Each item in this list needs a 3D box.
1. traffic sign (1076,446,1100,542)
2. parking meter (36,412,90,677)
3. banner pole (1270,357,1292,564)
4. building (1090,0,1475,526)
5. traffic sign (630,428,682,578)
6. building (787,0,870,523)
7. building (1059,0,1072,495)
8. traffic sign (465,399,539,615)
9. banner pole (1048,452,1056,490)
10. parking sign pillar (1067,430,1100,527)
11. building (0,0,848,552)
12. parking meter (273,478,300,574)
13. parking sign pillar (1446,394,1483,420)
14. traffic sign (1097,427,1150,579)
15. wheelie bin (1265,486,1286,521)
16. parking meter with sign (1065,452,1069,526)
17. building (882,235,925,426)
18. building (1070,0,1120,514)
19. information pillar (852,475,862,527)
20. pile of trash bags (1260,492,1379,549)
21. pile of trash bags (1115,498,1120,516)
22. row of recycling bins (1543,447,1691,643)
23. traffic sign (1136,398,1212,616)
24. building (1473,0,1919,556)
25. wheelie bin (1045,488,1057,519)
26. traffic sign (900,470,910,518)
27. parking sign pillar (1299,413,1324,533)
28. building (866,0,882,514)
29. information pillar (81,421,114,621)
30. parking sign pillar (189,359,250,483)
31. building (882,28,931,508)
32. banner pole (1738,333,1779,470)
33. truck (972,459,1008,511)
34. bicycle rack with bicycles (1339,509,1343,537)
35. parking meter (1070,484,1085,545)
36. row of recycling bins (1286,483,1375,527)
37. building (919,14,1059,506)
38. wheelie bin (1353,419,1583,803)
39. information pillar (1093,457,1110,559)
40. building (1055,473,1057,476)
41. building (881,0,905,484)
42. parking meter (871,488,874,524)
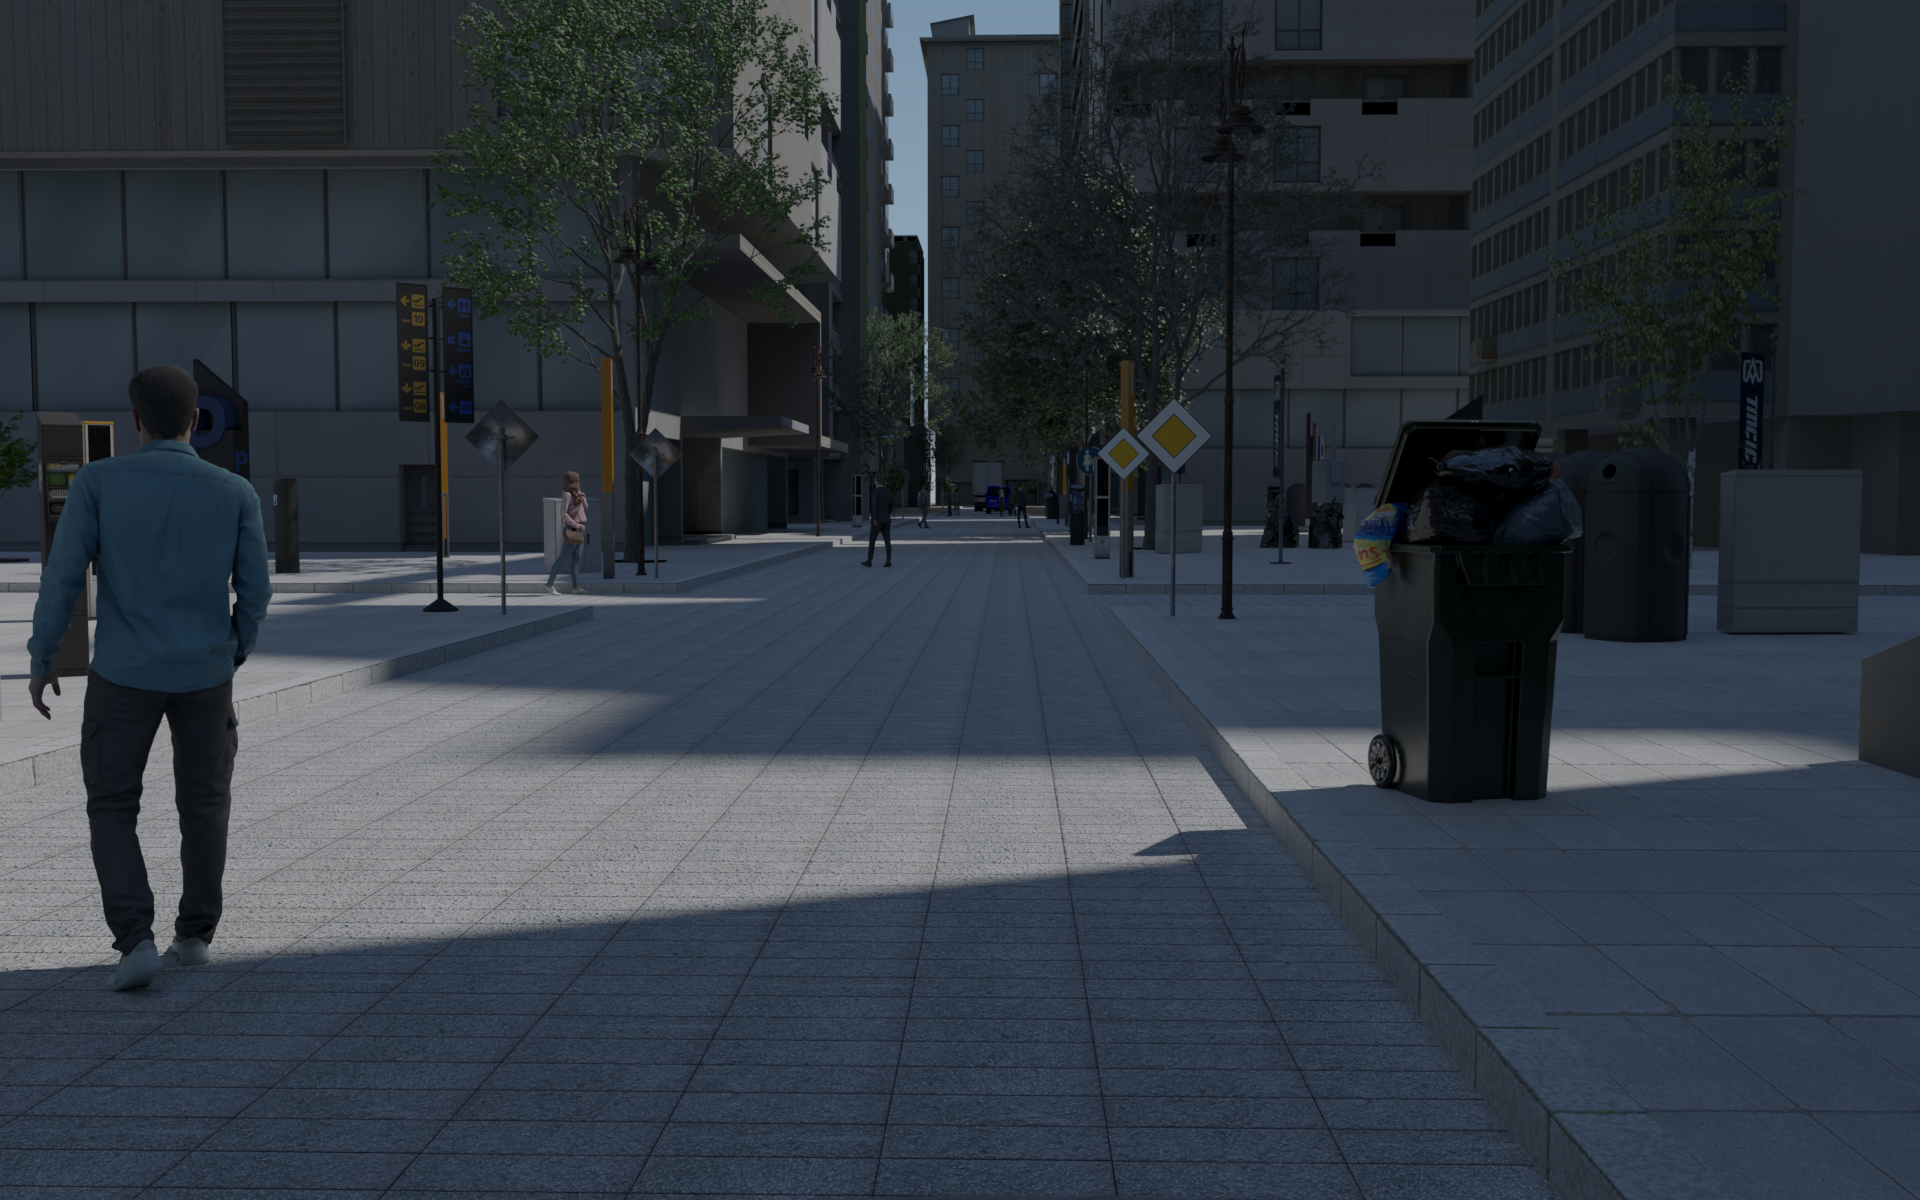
[{"bbox_3d":[3.497,-2.829,46.367,0.768,2.556,0.104,0,4,8],"label":"traffic sign"},{"bbox_3d":[-6.322,-0.397,12.209,0.255,1.863,0.399,-2,4,-33],"label":"parking meter"},{"bbox_3d":[5.882,-2.566,31.976,0.401,3.779,0.863,0,4,-4],"label":"banner pole"},{"bbox_3d":[20.131,-30.129,81.852,28.713,52.752,27.495,0,4,2],"label":"building"},{"bbox_3d":[-4.629,-1.390,26.365,0.795,2.450,0.064,0,4,2],"label":"traffic sign"},{"bbox_3d":[-11.695,-24.124,78.025,14.154,41.232,14.086,0,4,2],"label":"building"},{"bbox_3d":[14.749,-27.724,136.887,14.154,41.232,14.086,0,4,2],"label":"building"},{"bbox_3d":[-4.855,-0.902,18.383,0.795,2.450,0.064,0,4,2],"label":"traffic sign"},{"bbox_3d":[5.044,-6.492,96.164,0.401,3.779,0.863,-2,4,-34],"label":"banner pole"},{"bbox_3d":[4.882,-4.809,67.094,1.447,3.967,1.447,2,4,34],"label":"parking sign pillar"},{"bbox_3d":[-17.840,-28.126,49.099,28.713,52.752,27.495,0,4,2],"label":"building"},{"bbox_3d":[-10.903,-1.201,28.041,0.372,1.533,0.369,0,3,0],"label":"parking meter"},{"bbox_3d":[13.490,-3.583,47.062,1.447,3.967,1.447,1,4,13],"label":"parking sign pillar"},{"bbox_3d":[2.462,-1.376,26.144,0.795,2.450,0.064,0,4,2],"label":"traffic sign"},{"bbox_3d":[12.474,-3.694,68.311,0.980,1.594,0.693,1,4,20],"label":"wheelie bin"},{"bbox_3d":[4.489,-4.519,70.147,0.543,3.016,1.738,0,4,6],"label":"parking meter with sign"},{"bbox_3d":[-11.153,-25.879,194.815,14.107,30.474,14.160,0,4,2],"label":"building"},{"bbox_3d":[18.633,-30.255,118.379,21.300,48.544,21.600,0,4,2],"label":"building"},{"bbox_3d":[-3.951,-3.797,66.568,0.304,2.012,0.304,-2,4,-26],"label":"information pillar"},{"bbox_3d":[8.804,-1.927,41.265,3.447,1.369,1.912,2,4,32],"label":"pile of trash bags"},{"bbox_3d":[10.649,-5.459,99.010,3.447,1.369,1.912,0,4,-6],"label":"pile of trash bags"},{"bbox_3d":[5.791,-0.583,16.646,1.069,1.692,3.534,-1,4,-10],"label":"row of recycling bins"},{"bbox_3d":[2.236,-0.888,18.162,0.795,2.450,0.064,0,4,2],"label":"traffic sign"},{"bbox_3d":[27.228,-21.484,43.142,23.993,40.220,32.217,0,4,2],"label":"building"},{"bbox_3d":[4.670,-4.939,88.655,0.693,1.594,0.980,0,4,-2],"label":"wheelie bin"},{"bbox_3d":[-2.962,-5.484,89.762,0.768,2.556,0.104,0,4,4],"label":"traffic sign"},{"bbox_3d":[11.903,-4.261,58.139,1.447,3.967,1.447,1,4,19],"label":"parking sign pillar"},{"bbox_3d":[-12.327,-28.034,108.472,14.600,45.320,14.200,0,4,2],"label":"building"},{"bbox_3d":[-8.830,-0.806,17.665,0.304,2.012,0.304,3,4,36],"label":"information pillar"},{"bbox_3d":[-14.723,-2.804,34.324,1.447,3.967,1.447,2,4,24],"label":"parking sign pillar"},{"bbox_3d":[-18.789,-52.020,163.191,31.000,86.520,22.319,0,4,2],"label":"building"},{"bbox_3d":[12.427,-2.258,26.936,0.863,3.779,0.401,-1,4,-17],"label":"banner pole"},{"bbox_3d":[2.520,-9.596,145.813,2.839,4.237,11.283,0,4,3],"label":"truck"},{"bbox_3d":[11.545,-2.262,50.372,2.852,0.926,2.925,-1,4,-18],"label":"bicycle rack with bicycles"},{"bbox_3d":[2.949,-2.145,43.475,0.372,1.533,0.369,0,3,0],"label":"parking meter"},{"bbox_3d":[14.154,-3.593,65.853,3.534,1.692,1.069,-1,4,-11],"label":"row of recycling bins"},{"bbox_3d":[9.818,-37.346,199.838,27.495,52.752,28.713,0,4,2],"label":"building"},{"bbox_3d":[2.203,0.030,7.412,0.980,1.594,0.693,-1,4,-12],"label":"wheelie bin"},{"bbox_3d":[2.806,-1.820,34.244,0.304,2.012,0.304,0,4,-1],"label":"information pillar"},{"bbox_3d":[20.969,-32.995,159.075,23.786,49.044,30.456,0,4,2],"label":"building"},{"bbox_3d":[-16.620,-31.286,131.127,23.786,49.044,30.456,0,4,2],"label":"building"},{"bbox_3d":[-3.578,-3.960,73.150,0.372,1.533,0.369,0,3,0],"label":"parking meter"}]
